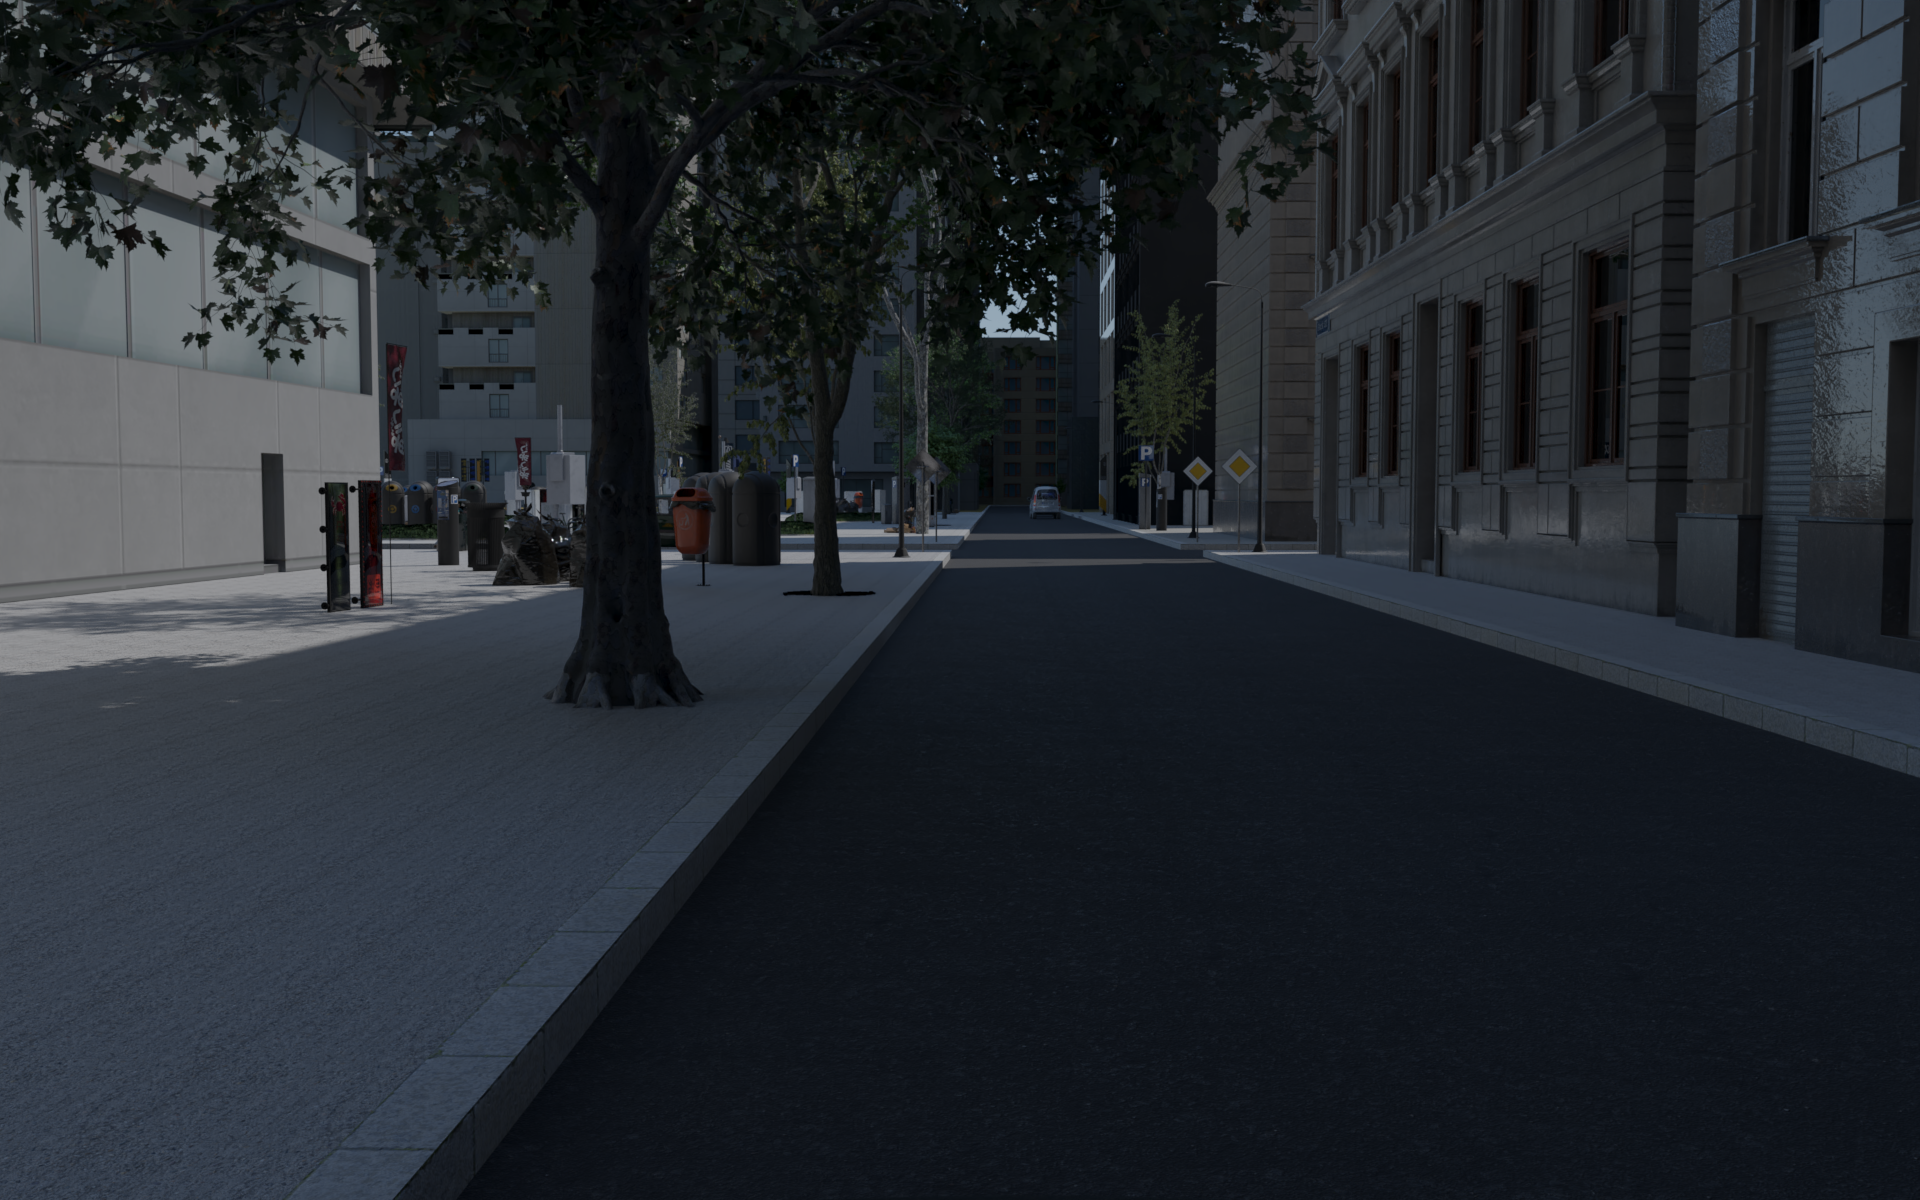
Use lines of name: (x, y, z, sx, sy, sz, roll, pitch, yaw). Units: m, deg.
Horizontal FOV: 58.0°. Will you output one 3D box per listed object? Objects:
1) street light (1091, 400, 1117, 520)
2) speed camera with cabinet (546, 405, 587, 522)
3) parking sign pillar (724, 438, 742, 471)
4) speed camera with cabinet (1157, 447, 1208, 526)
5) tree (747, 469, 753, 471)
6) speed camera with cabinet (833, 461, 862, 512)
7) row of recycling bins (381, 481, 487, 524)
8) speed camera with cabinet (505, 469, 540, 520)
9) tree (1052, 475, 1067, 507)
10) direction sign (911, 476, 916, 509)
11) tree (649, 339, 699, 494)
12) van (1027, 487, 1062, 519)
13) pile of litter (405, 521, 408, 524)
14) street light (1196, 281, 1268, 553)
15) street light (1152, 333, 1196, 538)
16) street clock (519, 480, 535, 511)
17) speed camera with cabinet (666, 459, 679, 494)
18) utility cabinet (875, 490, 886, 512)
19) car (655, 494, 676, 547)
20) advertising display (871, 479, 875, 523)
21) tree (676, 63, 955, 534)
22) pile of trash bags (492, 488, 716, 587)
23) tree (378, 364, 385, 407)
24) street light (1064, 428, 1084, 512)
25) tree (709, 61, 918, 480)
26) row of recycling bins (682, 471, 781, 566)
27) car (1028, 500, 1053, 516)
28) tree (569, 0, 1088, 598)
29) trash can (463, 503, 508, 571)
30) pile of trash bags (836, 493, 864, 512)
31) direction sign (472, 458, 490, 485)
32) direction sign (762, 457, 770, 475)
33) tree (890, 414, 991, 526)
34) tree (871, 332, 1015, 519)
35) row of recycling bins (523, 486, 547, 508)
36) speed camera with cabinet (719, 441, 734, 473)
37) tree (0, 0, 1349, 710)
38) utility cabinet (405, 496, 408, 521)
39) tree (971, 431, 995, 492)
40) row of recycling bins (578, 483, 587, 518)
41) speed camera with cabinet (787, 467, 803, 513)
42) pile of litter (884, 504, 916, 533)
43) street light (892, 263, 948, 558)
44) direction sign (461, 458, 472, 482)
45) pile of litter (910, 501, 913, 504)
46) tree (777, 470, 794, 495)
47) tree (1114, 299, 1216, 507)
street light: (7.207, -6.937, 85.963, 1.470, 5.913, 1.316, 0, 4, 1)
speed camera with cabinet: (-8.192, -2.695, 38.400, 2.038, 3.252, 0.660, 2, 4, 27)
parking sign pillar: (-10.886, -5.797, 83.253, 1.447, 3.967, 1.447, 1, 4, 16)
speed camera with cabinet: (9.044, -4.644, 70.272, 2.038, 3.252, 0.660, 1, 4, 10)
tree: (-14.854, -7.641, 119.536, 1.663, 3.219, 1.824, 0, 3, 0)
speed camera with cabinet: (-6.895, -6.669, 103.372, 2.038, 3.252, 0.660, -1, 4, -16)
row of recycling bins: (-16.240, -2.828, 53.344, 3.534, 1.692, 1.069, 1, 4, 10)
speed camera with cabinet: (-16.963, -4.506, 68.007, 0.660, 3.252, 2.038, 2, 4, 28)
tree: (9.894, -10.894, 172.717, 1.663, 3.219, 1.824, 0, 3, 0)
direction sign: (-2.583, -6.541, 98.941, 0.379, 3.537, 0.876, 2, 4, 24)
tree: (-13.286, -7.714, 76.486, 4.360, 8.622, 3.978, 0, 3, 0)
van: (4.951, -5.740, 100.857, 2.013, 2.044, 4.112, 0, 4, -1)
pile of litter: (-20.053, -3.032, 63.545, 1.176, 0.858, 1.719, 3, 4, 38)
street light: (6.058, -4.003, 37.986, 1.470, 5.913, 1.316, 0, 4, 1)
street light: (6.253, -4.751, 50.227, 1.470, 5.913, 1.316, 0, 4, 1)
street clock: (-15.486, -3.498, 61.762, 0.358, 2.002, 0.471, 1, 4, 13)
speed camera with cabinet: (-15.670, -6.230, 96.193, 0.660, 3.252, 2.038, -2, 4, -34)
utility cabinet: (-3.999, -4.791, 87.019, 0.318, 1.500, 1.173, -1, 4, -16)
car: (-6.504, -1.961, 41.852, 4.222, 1.686, 2.009, 0, 4, 2)
advertising display: (-3.837, -4.354, 76.408, 0.123, 1.923, 0.974, 0, 4, -6)
tree: (-2.441, -12.238, 55.972, 12.611, 20.169, 13.585, 0, 3, 0)
pile of trash bags: (-4.954, -0.904, 24.532, 3.447, 1.369, 1.912, 2, 4, 25)
tree: (-23.393, -6.933, 63.714, 4.360, 8.622, 3.978, 0, 3, 0)
street light: (7.970, -9.087, 121.109, 1.470, 5.913, 1.316, 0, 4, 1)
tree: (-2.423, -4.792, 28.709, 4.737, 8.622, 4.395, 0, 3, 0)
row of recycling bins: (-4.337, -1.543, 32.343, 1.069, 1.692, 3.534, -2, 4, -28)
car: (5.324, -6.173, 110.516, 1.945, 1.707, 3.694, 0, 4, 1)
tree: (-1.596, -5.873, 21.781, 9.928, 11.665, 9.643, 0, 3, 0)
trash can: (-7.922, -1.058, 28.947, 0.748, 1.137, 0.748, 0, 3, 0)
pile of trash bags: (-6.415, -5.351, 97.249, 1.912, 1.369, 3.447, 2, 4, 26)
direction sign: (-30.212, -7.202, 109.755, 0.876, 3.537, 0.379, -3, 5, -41)
direction sign: (-11.872, -6.990, 106.289, 0.379, 3.537, 0.876, 2, 4, 25)
tree: (-1.002, -5.294, 70.278, 4.285, 4.588, 4.351, 0, 3, 0)
tree: (-0.979, -9.443, 88.799, 8.767, 10.594, 7.601, 2, 4, 27)
row of recycling bins: (-26.757, -6.370, 111.267, 3.534, 1.692, 1.069, 3, 4, 38)
speed camera with cabinet: (-8.808, -4.282, 64.352, 0.660, 3.252, 2.038, 1, 4, 10)
tree: (-2.030, -5.706, 10.305, 9.611, 12.733, 9.660, 0, 3, 0)
utility cabinet: (-23.330, -3.872, 74.472, 1.020, 1.237, 0.306, 0, 4, -4)
tree: (1.763, -14.087, 180.685, 4.360, 8.622, 3.978, 0, 3, 0)
row of recycling bins: (-13.831, -3.622, 66.335, 1.069, 1.692, 3.534, 3, 5, 40)
speed camera with cabinet: (-8.780, -6.150, 94.886, 0.660, 3.252, 2.038, 1, 4, 22)
pile of litter: (-1.878, -2.633, 57.011, 1.176, 0.858, 1.719, -1, 4, -16)
street light: (-0.642, -3.811, 34.843, 1.470, 5.913, 1.316, 0, 4, 1)
direction sign: (-31.231, -7.219, 110.029, 0.876, 3.537, 0.379, -2, 4, -25)
pile of litter: (-2.875, -5.009, 95.868, 1.719, 0.858, 1.176, 1, 4, 16)
tree: (-11.976, -7.749, 121.290, 1.663, 3.219, 1.824, 0, 3, 0)
tree: (7.674, -7.098, 66.414, 4.737, 8.622, 4.395, 0, 3, 0)
